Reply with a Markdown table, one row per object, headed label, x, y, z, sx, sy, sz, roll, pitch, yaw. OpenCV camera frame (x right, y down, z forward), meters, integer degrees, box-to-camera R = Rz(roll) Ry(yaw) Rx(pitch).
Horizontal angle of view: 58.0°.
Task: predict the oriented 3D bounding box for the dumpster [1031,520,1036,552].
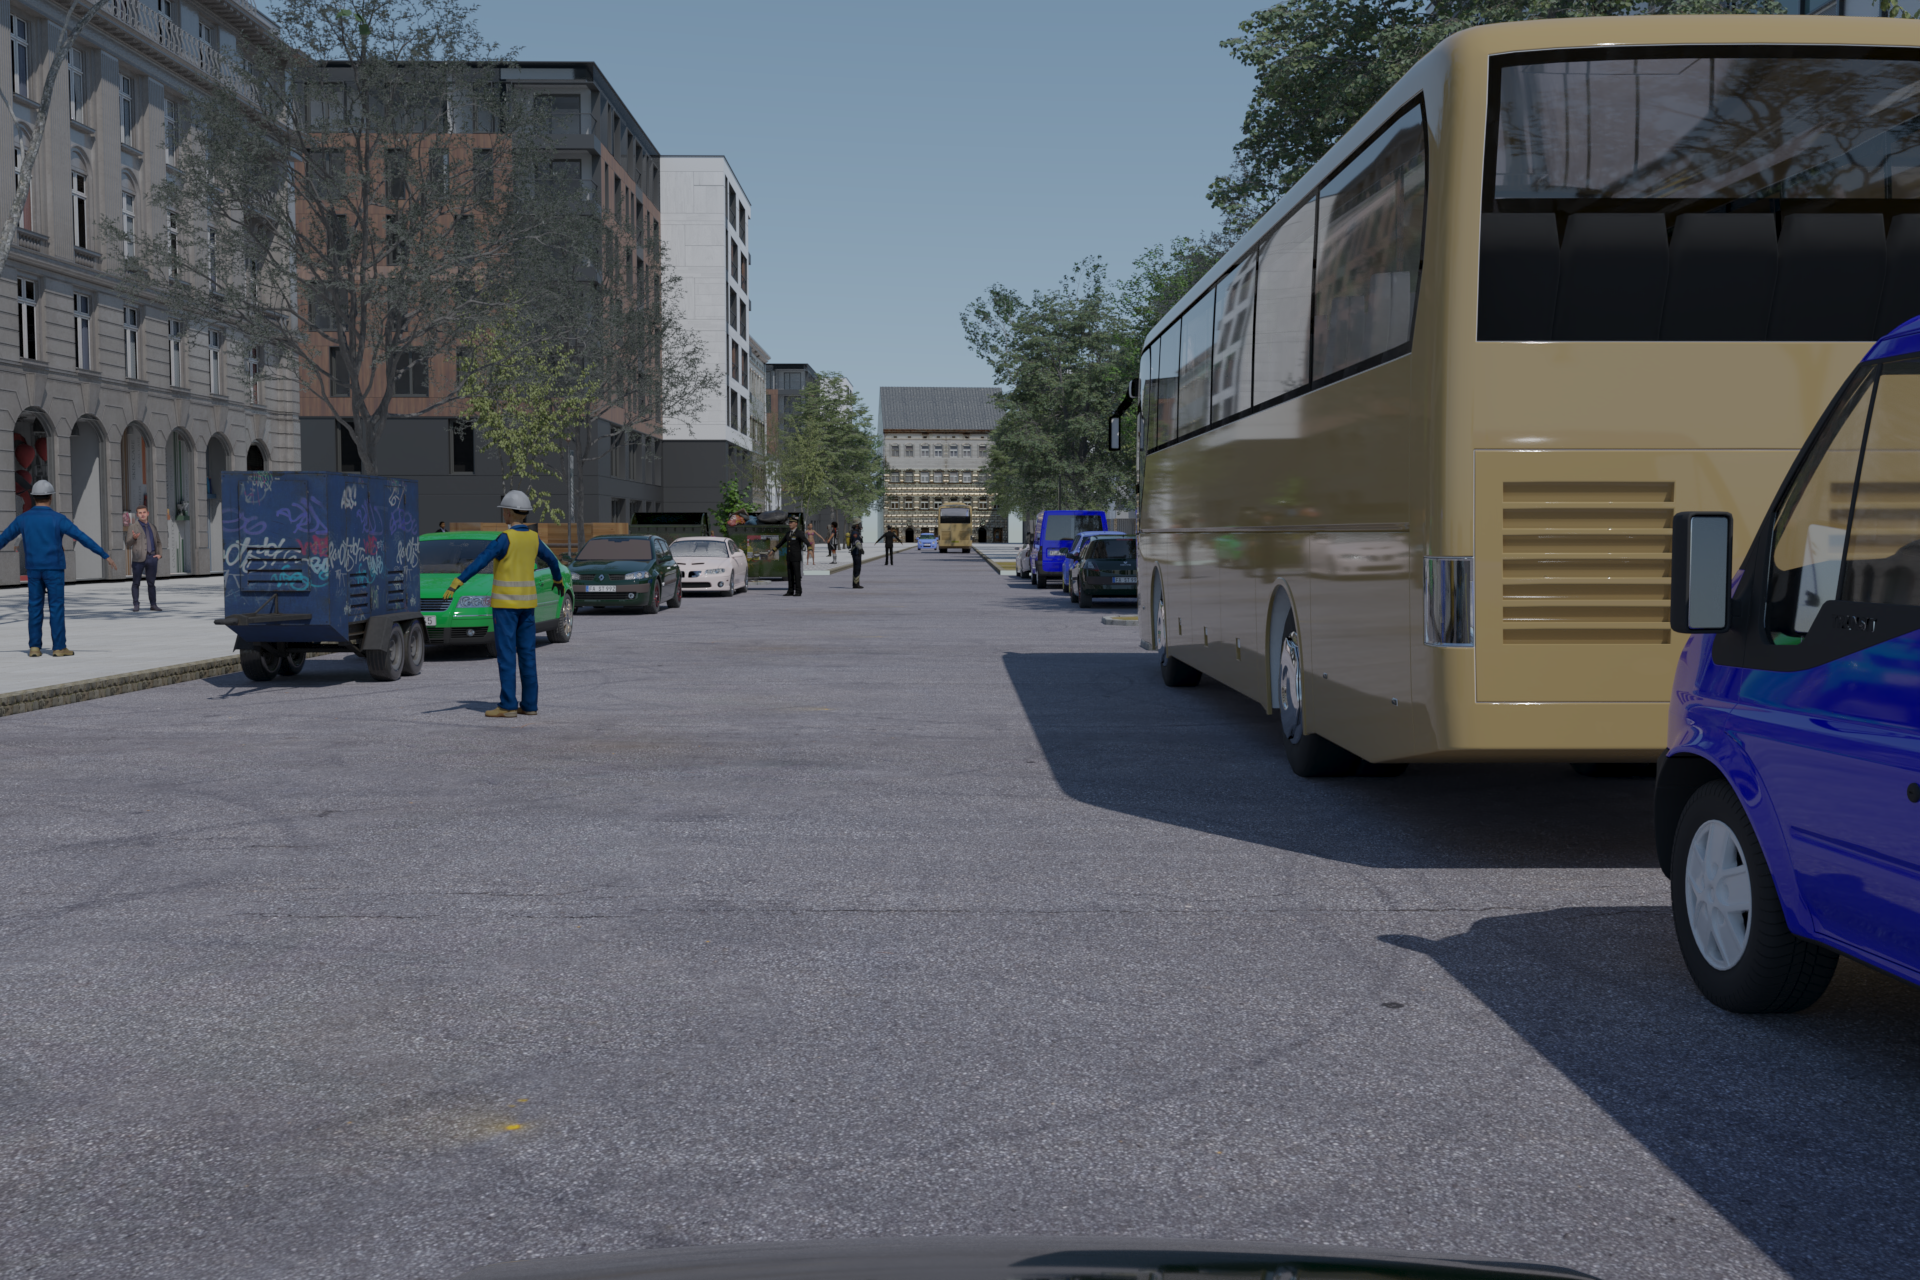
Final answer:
| label | x | y | z | sx | sy | sz | roll | pitch | yaw |
| --- | --- | --- | --- | --- | --- | --- | --- | --- | --- |
| dumpster | 3.066 | -2.658 | 51.669 | 1.865 | 1.857 | 1.264 | 0 | 3 | 0 |

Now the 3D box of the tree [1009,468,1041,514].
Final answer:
| label | x | y | z | sx | sy | sz | roll | pitch | yaw |
| --- | --- | --- | --- | --- | --- | --- | --- | --- | --- |
| tree | 6.270 | -10.855 | 127.837 | 4.360 | 8.622 | 3.978 | 0 | 3 | 0 |

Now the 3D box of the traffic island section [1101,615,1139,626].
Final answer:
| label | x | y | z | sx | sy | sz | roll | pitch | yaw |
| --- | --- | --- | --- | --- | --- | --- | --- | --- | --- |
| traffic island section | 3.294 | -0.303 | 27.828 | 1.991 | 0.108 | 1.994 | 0 | 4 | 0 |

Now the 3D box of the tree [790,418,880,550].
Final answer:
| label | x | y | z | sx | sy | sz | roll | pitch | yaw |
| --- | --- | --- | --- | --- | --- | --- | --- | --- | --- |
| tree | -9.870 | -12.348 | 136.300 | 7.601 | 10.594 | 8.767 | 0 | 4 | -4 |

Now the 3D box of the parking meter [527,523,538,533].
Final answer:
| label | x | y | z | sx | sy | sz | roll | pitch | yaw |
| --- | --- | --- | --- | --- | --- | --- | --- | --- | --- |
| parking meter | -9.984 | -1.947 | 40.240 | 0.372 | 1.533 | 0.369 | 0 | 3 | 0 |

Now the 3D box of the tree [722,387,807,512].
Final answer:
| label | x | y | z | sx | sy | sz | roll | pitch | yaw |
| --- | --- | --- | --- | --- | --- | --- | --- | --- | --- |
| tree | -9.176 | -8.318 | 86.359 | 4.360 | 8.622 | 3.978 | 0 | 3 | 0 |

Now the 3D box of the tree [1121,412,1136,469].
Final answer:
| label | x | y | z | sx | sy | sz | roll | pitch | yaw |
| --- | --- | --- | --- | --- | --- | --- | --- | --- | --- |
| tree | 8.439 | -7.159 | 67.415 | 4.737 | 8.622 | 4.395 | 0 | 3 | 0 |

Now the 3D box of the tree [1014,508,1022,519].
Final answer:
| label | x | y | z | sx | sy | sz | roll | pitch | yaw |
| --- | --- | --- | --- | --- | --- | --- | --- | --- | --- |
| tree | 11.053 | -19.411 | 251.787 | 7.601 | 10.594 | 8.767 | 0 | 4 | 2 |

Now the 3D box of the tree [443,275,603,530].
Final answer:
| label | x | y | z | sx | sy | sz | roll | pitch | yaw |
| --- | --- | --- | --- | --- | --- | --- | --- | --- | --- |
| tree | -12.548 | -6.021 | 48.809 | 4.737 | 8.622 | 4.395 | 0 | 3 | 0 |

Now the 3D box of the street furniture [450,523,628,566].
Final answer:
| label | x | y | z | sx | sy | sz | roll | pitch | yaw |
| --- | --- | --- | --- | --- | --- | --- | --- | --- | --- |
| street furniture | -16.689 | -3.907 | 70.727 | 11.010 | 1.723 | 9.812 | 3 | 4 | 36 |

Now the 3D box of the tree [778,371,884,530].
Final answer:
| label | x | y | z | sx | sy | sz | roll | pitch | yaw |
| --- | --- | --- | --- | --- | --- | --- | --- | --- | --- |
| tree | -9.340 | -12.394 | 120.765 | 7.486 | 12.596 | 7.792 | 0 | 3 | 0 |

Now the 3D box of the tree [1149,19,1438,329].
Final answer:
| label | x | y | z | sx | sy | sz | roll | pitch | yaw |
| --- | --- | --- | --- | --- | --- | --- | --- | --- | --- |
| tree | 9.594 | -7.972 | 40.715 | 12.009 | 13.543 | 11.850 | 0 | 3 | 0 |

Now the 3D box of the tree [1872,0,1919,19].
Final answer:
| label | x | y | z | sx | sy | sz | roll | pitch | yaw |
| --- | --- | --- | --- | --- | --- | --- | --- | --- | --- |
| tree | 8.904 | -3.859 | 13.452 | 4.737 | 8.622 | 4.395 | 0 | 3 | 0 |

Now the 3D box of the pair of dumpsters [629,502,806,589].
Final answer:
| label | x | y | z | sx | sy | sz | roll | pitch | yaw |
| --- | --- | --- | --- | --- | --- | --- | --- | --- | --- |
| pair of dumpsters | -6.193 | -2.409 | 44.336 | 4.436 | 2.255 | 1.574 | 0 | 4 | 0 |

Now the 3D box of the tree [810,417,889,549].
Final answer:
| label | x | y | z | sx | sy | sz | roll | pitch | yaw |
| --- | --- | --- | --- | --- | --- | --- | --- | --- | --- |
| tree | -9.951 | -13.939 | 153.658 | 9.928 | 11.665 | 9.643 | 0 | 3 | 0 |

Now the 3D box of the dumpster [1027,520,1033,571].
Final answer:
| label | x | y | z | sx | sy | sz | roll | pitch | yaw |
| --- | --- | --- | --- | --- | --- | --- | --- | --- | --- |
| dumpster | 3.024 | -2.790 | 53.837 | 1.865 | 1.857 | 1.264 | 0 | 4 | 0 |

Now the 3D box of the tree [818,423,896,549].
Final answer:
| label | x | y | z | sx | sy | sz | roll | pitch | yaw |
| --- | --- | --- | --- | --- | --- | --- | --- | --- | --- |
| tree | -9.759 | -12.913 | 145.545 | 8.767 | 10.594 | 7.601 | -1 | 4 | -10 |

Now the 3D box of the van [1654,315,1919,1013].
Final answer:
| label | x | y | z | sx | sy | sz | roll | pitch | yaw |
| --- | --- | --- | --- | --- | --- | --- | --- | --- | --- |
| van | 3.204 | 0.057 | 3.450 | 2.240 | 2.365 | 5.245 | 0 | 3 | 0 |

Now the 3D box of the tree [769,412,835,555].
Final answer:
| label | x | y | z | sx | sy | sz | roll | pitch | yaw |
| --- | --- | --- | --- | --- | --- | --- | --- | --- | --- |
| tree | -9.473 | -9.435 | 104.629 | 4.737 | 8.622 | 4.395 | 0 | 3 | 0 |

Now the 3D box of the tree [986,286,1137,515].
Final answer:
| label | x | y | z | sx | sy | sz | roll | pitch | yaw |
| --- | --- | --- | --- | --- | --- | --- | --- | --- | --- |
| tree | 6.027 | -11.110 | 88.298 | 9.857 | 13.997 | 8.962 | 0 | 3 | 0 |

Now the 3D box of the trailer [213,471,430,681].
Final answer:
| label | x | y | z | sx | sy | sz | roll | pitch | yaw |
| --- | --- | --- | --- | --- | --- | --- | --- | --- | --- |
| trailer | -6.198 | -0.574 | 16.431 | 1.471 | 1.999 | 3.904 | 0 | 3 | 0 |

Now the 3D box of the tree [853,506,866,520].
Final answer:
| label | x | y | z | sx | sy | sz | roll | pitch | yaw |
| --- | --- | --- | --- | --- | --- | --- | --- | --- | --- |
| tree | -14.513 | -18.574 | 254.052 | 4.360 | 8.622 | 3.978 | 0 | 3 | 0 |

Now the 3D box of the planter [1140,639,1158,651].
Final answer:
| label | x | y | z | sx | sy | sz | roll | pitch | yaw |
| --- | --- | --- | --- | --- | --- | --- | --- | --- | --- |
| planter | 3.302 | -0.039 | 21.780 | 1.991 | 0.319 | 1.994 | 0 | 4 | 0 |

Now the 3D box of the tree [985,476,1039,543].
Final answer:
| label | x | y | z | sx | sy | sz | roll | pitch | yaw |
| --- | --- | --- | --- | --- | --- | --- | --- | --- | --- |
| tree | 6.274 | -15.264 | 167.686 | 7.486 | 12.596 | 7.792 | 0 | 3 | 0 |

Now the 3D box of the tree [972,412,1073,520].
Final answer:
| label | x | y | z | sx | sy | sz | roll | pitch | yaw |
| --- | --- | --- | --- | --- | --- | --- | --- | --- | --- |
| tree | 6.497 | -14.884 | 153.719 | 12.009 | 13.543 | 11.850 | 0 | 3 | 0 |

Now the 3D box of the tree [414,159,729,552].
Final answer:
| label | x | y | z | sx | sy | sz | roll | pitch | yaw |
| --- | --- | --- | --- | --- | --- | --- | --- | --- | --- |
| tree | -12.854 | -9.021 | 57.869 | 12.009 | 13.543 | 11.850 | 0 | 3 | 0 |

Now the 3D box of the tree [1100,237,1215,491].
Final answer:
| label | x | y | z | sx | sy | sz | roll | pitch | yaw |
| --- | --- | --- | --- | --- | --- | --- | --- | --- | --- |
| tree | 11.011 | -10.339 | 75.698 | 9.857 | 13.997 | 8.962 | 0 | 3 | 0 |

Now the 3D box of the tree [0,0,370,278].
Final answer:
| label | x | y | z | sx | sy | sz | roll | pitch | yaw |
| --- | --- | --- | --- | --- | --- | --- | --- | --- | --- |
| tree | -11.522 | -9.995 | 19.302 | 12.611 | 20.169 | 13.585 | 0 | 3 | 0 |

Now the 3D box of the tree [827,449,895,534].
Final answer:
| label | x | y | z | sx | sy | sz | roll | pitch | yaw |
| --- | --- | --- | --- | --- | --- | --- | --- | --- | --- |
| tree | -9.796 | -14.061 | 164.313 | 7.601 | 10.594 | 8.767 | -1 | 4 | -16 |

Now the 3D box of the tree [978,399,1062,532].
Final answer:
| label | x | y | z | sx | sy | sz | roll | pitch | yaw |
| --- | --- | --- | --- | --- | --- | --- | --- | --- | --- |
| tree | 5.169 | -13.628 | 140.951 | 7.486 | 12.596 | 7.792 | 0 | 3 | 0 |

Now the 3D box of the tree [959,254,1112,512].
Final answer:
| label | x | y | z | sx | sy | sz | roll | pitch | yaw |
| --- | --- | --- | --- | --- | --- | --- | --- | --- | --- |
| tree | 6.976 | -15.954 | 116.734 | 12.611 | 20.169 | 13.585 | 0 | 3 | 0 |

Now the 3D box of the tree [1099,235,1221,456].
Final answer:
| label | x | y | z | sx | sy | sz | roll | pitch | yaw |
| --- | --- | --- | --- | --- | --- | --- | --- | --- | --- |
| tree | 8.646 | -8.193 | 59.705 | 9.928 | 11.665 | 9.643 | 0 | 3 | 0 |

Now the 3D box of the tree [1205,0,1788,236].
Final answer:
| label | x | y | z | sx | sy | sz | roll | pitch | yaw |
| --- | --- | --- | --- | --- | --- | --- | --- | --- | --- |
| tree | 8.785 | -7.470 | 28.782 | 9.857 | 13.997 | 8.962 | 0 | 3 | 0 |

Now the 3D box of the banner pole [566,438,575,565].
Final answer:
| label | x | y | z | sx | sy | sz | roll | pitch | yaw |
| --- | --- | --- | --- | --- | --- | --- | --- | --- | --- |
| banner pole | -10.186 | -3.385 | 45.360 | 0.401 | 3.779 | 0.863 | 0 | 3 | 0 |

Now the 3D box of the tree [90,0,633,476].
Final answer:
| label | x | y | z | sx | sy | sz | roll | pitch | yaw |
| --- | --- | --- | --- | --- | --- | --- | --- | --- | --- |
| tree | -12.251 | -7.670 | 35.770 | 12.009 | 13.543 | 11.850 | 0 | 3 | 0 |

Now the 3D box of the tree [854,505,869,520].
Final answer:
| label | x | y | z | sx | sy | sz | roll | pitch | yaw |
| --- | --- | --- | --- | --- | --- | --- | --- | --- | --- |
| tree | -14.543 | -18.841 | 258.411 | 4.360 | 8.622 | 3.978 | 0 | 3 | 0 |

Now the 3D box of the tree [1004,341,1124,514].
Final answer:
| label | x | y | z | sx | sy | sz | roll | pitch | yaw |
| --- | --- | --- | --- | --- | --- | --- | --- | --- | --- |
| tree | 5.930 | -11.266 | 102.327 | 7.486 | 12.596 | 7.792 | 0 | 3 | 0 |
